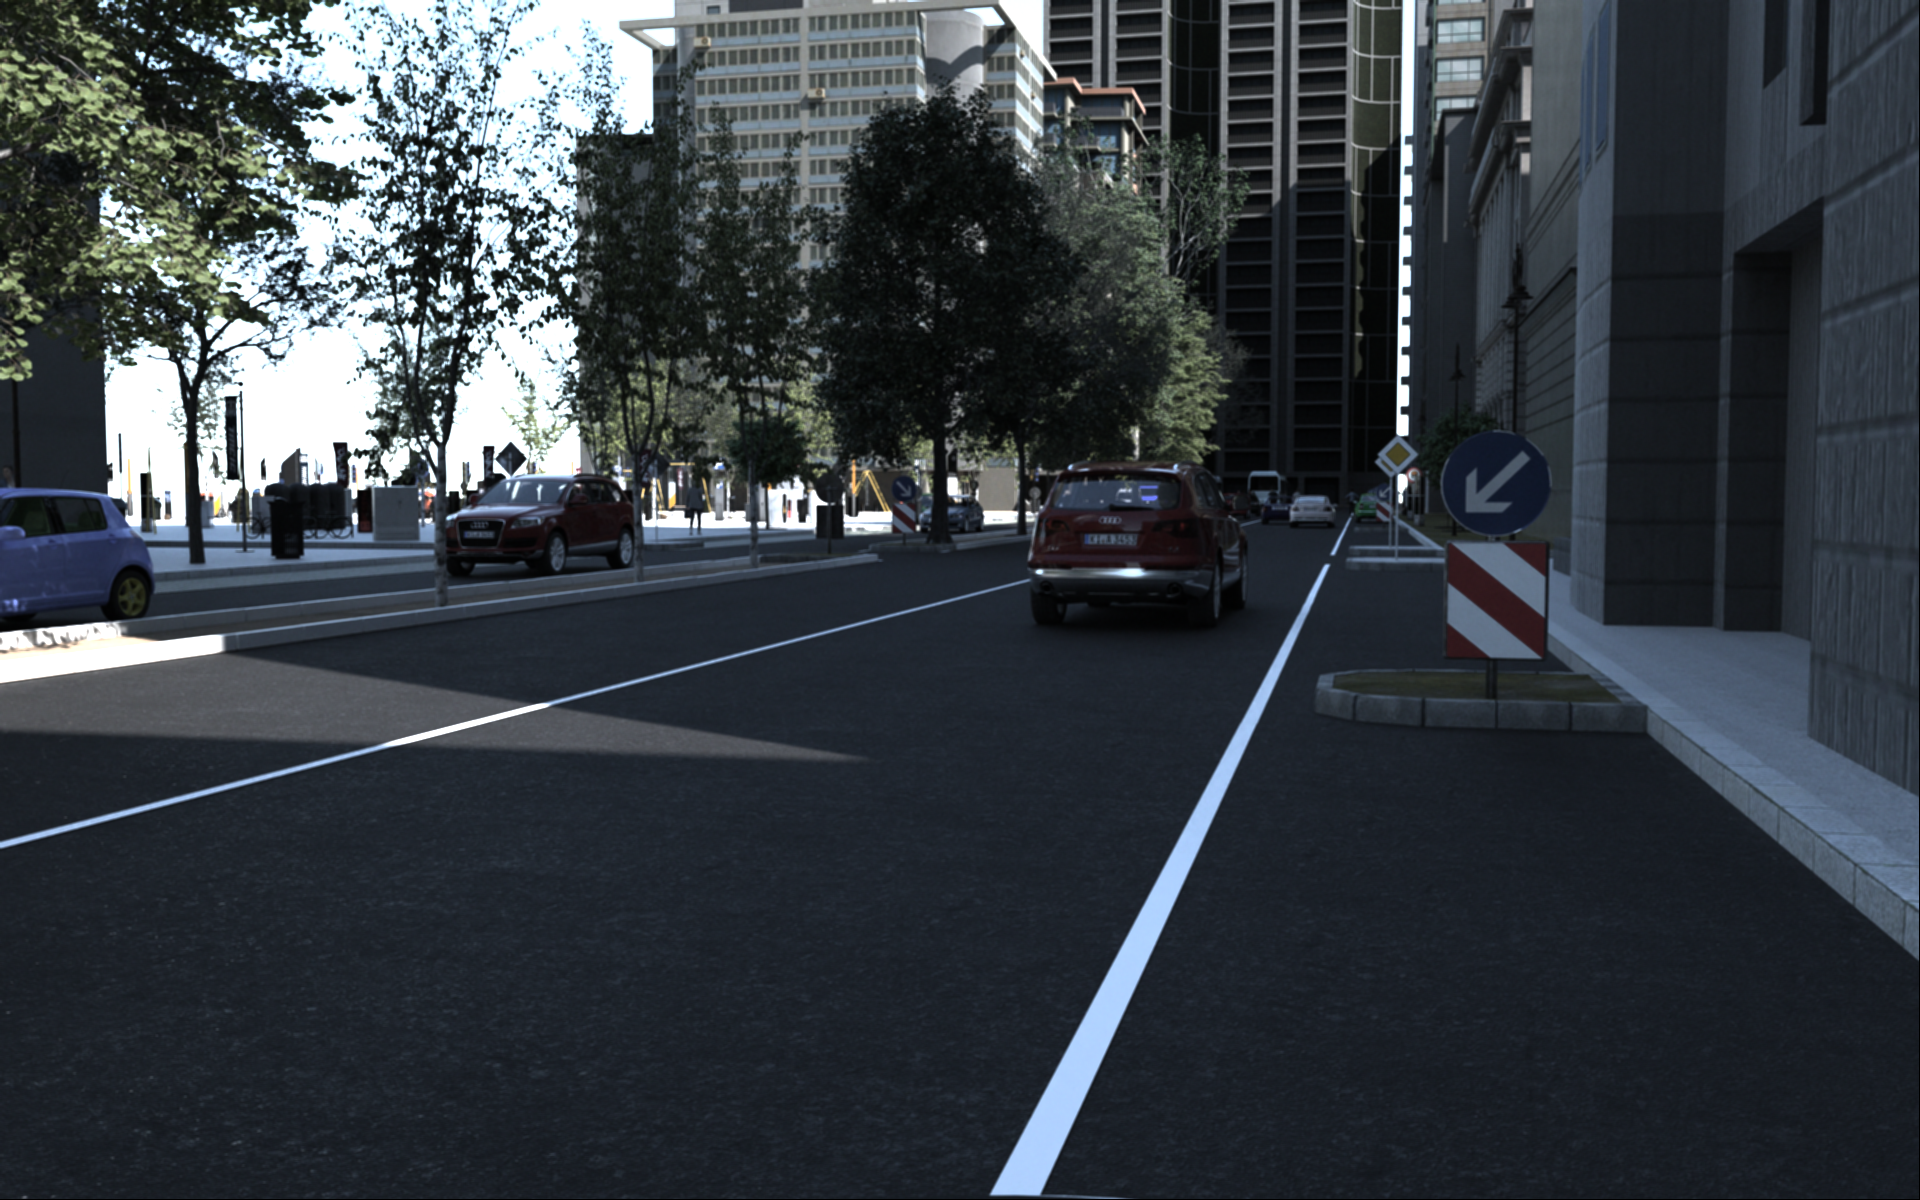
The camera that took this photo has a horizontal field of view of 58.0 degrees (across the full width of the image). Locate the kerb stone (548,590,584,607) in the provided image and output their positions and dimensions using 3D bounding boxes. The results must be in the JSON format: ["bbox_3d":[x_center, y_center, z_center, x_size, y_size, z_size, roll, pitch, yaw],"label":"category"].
[{"bbox_3d":[-5.166,-0.011,22.379,0.120,0.150,1.000,1,4,13],"label":"kerb stone"}]

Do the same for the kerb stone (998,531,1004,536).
[{"bbox_3d":[1.264,-2.272,59.340,0.120,0.150,1.000,1,4,13],"label":"kerb stone"}]

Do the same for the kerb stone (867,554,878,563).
[{"bbox_3d":[-1.916,-0.868,36.381,0.120,0.150,1.000,1,4,13],"label":"kerb stone"}]

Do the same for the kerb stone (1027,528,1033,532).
[{"bbox_3d":[2.652,-2.633,65.323,0.120,0.150,1.000,1,4,13],"label":"kerb stone"}]

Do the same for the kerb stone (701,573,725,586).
[{"bbox_3d":[-3.998,-0.309,27.380,0.120,0.150,1.000,1,4,13],"label":"kerb stone"}]

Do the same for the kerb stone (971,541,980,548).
[{"bbox_3d":[0.296,-1.447,45.868,0.120,0.150,1.000,1,4,13],"label":"kerb stone"}]

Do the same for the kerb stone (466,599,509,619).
[{"bbox_3d":[-5.627,0.111,20.375,0.120,0.150,1.000,1,4,13],"label":"kerb stone"}]

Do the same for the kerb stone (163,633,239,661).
[{"bbox_3d":[-6.793,0.418,15.364,0.120,0.150,1.000,1,4,13],"label":"kerb stone"}]

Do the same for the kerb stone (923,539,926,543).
[{"bbox_3d":[-1.047,-1.657,49.352,0.120,0.150,1.000,1,4,13],"label":"kerb stone"}]

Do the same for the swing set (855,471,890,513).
[{"bbox_3d":[-6.221,-7.259,116.310,2.862,2.851,3.119,0,4,-8],"label":"swing set"}]

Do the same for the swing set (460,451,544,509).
[{"bbox_3d":[-16.941,-4.094,64.560,2.862,2.851,3.119,2,4,27],"label":"swing set"}]

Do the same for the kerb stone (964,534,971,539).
[{"bbox_3d":[0.101,-1.963,54.347,0.120,0.150,1.000,1,4,13],"label":"kerb stone"}]

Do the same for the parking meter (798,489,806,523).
[{"bbox_3d":[-7.079,-4.237,77.688,0.372,1.533,0.369,0,3,0],"label":"parking meter"}]

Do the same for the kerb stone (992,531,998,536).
[{"bbox_3d":[1.031,-2.211,58.345,0.120,0.150,1.000,1,4,13],"label":"kerb stone"}]

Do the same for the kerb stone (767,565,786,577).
[{"bbox_3d":[-3.311,-0.499,30.377,0.120,0.150,1.000,1,4,13],"label":"kerb stone"}]

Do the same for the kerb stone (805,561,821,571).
[{"bbox_3d":[-2.849,-0.623,32.379,0.120,0.150,1.000,1,4,13],"label":"kerb stone"}]

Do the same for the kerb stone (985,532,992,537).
[{"bbox_3d":[0.801,-2.150,57.341,0.120,0.150,1.000,1,4,13],"label":"kerb stone"}]

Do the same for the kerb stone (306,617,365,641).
[{"bbox_3d":[-6.325,0.295,17.368,0.120,0.150,1.000,1,4,13],"label":"kerb stone"}]

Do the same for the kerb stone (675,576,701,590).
[{"bbox_3d":[-4.231,-0.256,26.377,0.120,0.150,1.000,1,4,13],"label":"kerb stone"}]

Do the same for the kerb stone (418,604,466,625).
[{"bbox_3d":[-5.857,0.173,19.366,0.120,0.150,1.000,1,4,13],"label":"kerb stone"}]

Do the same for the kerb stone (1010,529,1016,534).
[{"bbox_3d":[1.738,-2.394,61.337,0.120,0.150,1.000,1,4,13],"label":"kerb stone"}]

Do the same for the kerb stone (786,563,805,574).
[{"bbox_3d":[-3.068,-0.562,31.381,0.120,0.150,1.000,1,4,13],"label":"kerb stone"}]

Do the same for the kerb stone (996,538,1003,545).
[{"bbox_3d":[0.996,-1.632,48.872,0.120,0.150,1.000,1,4,13],"label":"kerb stone"}]

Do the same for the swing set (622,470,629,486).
[{"bbox_3d":[-21.641,-7.191,115.188,3.119,2.851,2.862,-3,4,-37],"label":"swing set"}]

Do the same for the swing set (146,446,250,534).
[{"bbox_3d":[-25.214,-3.663,57.516,3.119,2.851,2.862,-2,4,-30],"label":"swing set"}]

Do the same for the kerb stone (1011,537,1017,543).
[{"bbox_3d":[1.455,-1.753,50.865,0.120,0.150,1.000,1,4,13],"label":"kerb stone"}]

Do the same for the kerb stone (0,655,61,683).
[{"bbox_3d":[-7.263,0.543,13.365,0.120,0.150,1.000,1,4,13],"label":"kerb stone"}]

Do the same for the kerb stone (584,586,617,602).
[{"bbox_3d":[-4.929,-0.072,23.376,0.120,0.150,1.000,1,4,13],"label":"kerb stone"}]

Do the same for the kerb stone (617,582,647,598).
[{"bbox_3d":[-4.694,-0.133,24.377,0.120,0.150,1.000,1,4,13],"label":"kerb stone"}]

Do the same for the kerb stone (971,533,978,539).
[{"bbox_3d":[0.327,-2.027,55.344,0.120,0.150,1.000,1,4,13],"label":"kerb stone"}]

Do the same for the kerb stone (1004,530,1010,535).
[{"bbox_3d":[1.503,-2.333,60.335,0.120,0.150,1.000,1,4,13],"label":"kerb stone"}]

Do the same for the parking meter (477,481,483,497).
[{"bbox_3d":[-20.566,-4.208,74.506,0.399,1.863,0.255,-1,4,-21],"label":"parking meter"}]

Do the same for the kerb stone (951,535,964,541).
[{"bbox_3d":[-0.128,-1.905,53.348,0.120,0.150,1.000,1,4,13],"label":"kerb stone"}]

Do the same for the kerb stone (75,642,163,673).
[{"bbox_3d":[-7.025,0.485,14.365,0.120,0.150,1.000,1,4,13],"label":"kerb stone"}]

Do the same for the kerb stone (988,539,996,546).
[{"bbox_3d":[0.754,-1.570,47.872,0.120,0.150,1.000,1,4,13],"label":"kerb stone"}]

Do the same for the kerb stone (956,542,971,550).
[{"bbox_3d":[0.057,-1.387,44.869,0.120,0.150,1.000,1,4,13],"label":"kerb stone"}]

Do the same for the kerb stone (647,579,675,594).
[{"bbox_3d":[-4.466,-0.194,25.373,0.120,0.150,1.000,1,4,13],"label":"kerb stone"}]

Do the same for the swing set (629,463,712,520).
[{"bbox_3d":[-14.759,-5.585,88.932,3.119,2.851,2.862,1,4,17],"label":"swing set"}]

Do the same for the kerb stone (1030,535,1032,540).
[{"bbox_3d":[2.147,-1.936,53.858,0.120,0.150,1.000,1,4,13],"label":"kerb stone"}]

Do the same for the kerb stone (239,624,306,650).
[{"bbox_3d":[-6.554,0.358,16.367,0.120,0.150,1.000,1,4,13],"label":"kerb stone"}]

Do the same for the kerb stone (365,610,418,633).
[{"bbox_3d":[-6.091,0.234,18.367,0.120,0.150,1.000,1,4,13],"label":"kerb stone"}]

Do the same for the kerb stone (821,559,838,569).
[{"bbox_3d":[-2.611,-0.678,33.374,0.120,0.150,1.000,1,4,13],"label":"kerb stone"}]

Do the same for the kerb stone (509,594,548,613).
[{"bbox_3d":[-5.400,0.050,21.373,0.120,0.150,1.000,1,4,13],"label":"kerb stone"}]

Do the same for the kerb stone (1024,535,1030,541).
[{"bbox_3d":[1.913,-1.875,52.859,0.120,0.150,1.000,1,4,13],"label":"kerb stone"}]

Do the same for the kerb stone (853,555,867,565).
[{"bbox_3d":[-2.145,-0.806,35.378,0.120,0.150,1.000,1,4,13],"label":"kerb stone"}]

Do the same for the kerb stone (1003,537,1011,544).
[{"bbox_3d":[1.224,-1.693,49.869,0.120,0.150,1.000,1,4,13],"label":"kerb stone"}]

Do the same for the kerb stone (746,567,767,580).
[{"bbox_3d":[-3.535,-0.432,29.371,0.120,0.150,1.000,1,4,13],"label":"kerb stone"}]

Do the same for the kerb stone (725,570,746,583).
[{"bbox_3d":[-3.771,-0.378,28.376,0.120,0.150,1.000,1,4,13],"label":"kerb stone"}]

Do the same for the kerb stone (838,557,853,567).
[{"bbox_3d":[-2.374,-0.745,34.378,0.120,0.150,1.000,1,4,13],"label":"kerb stone"}]

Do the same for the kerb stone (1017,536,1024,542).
[{"bbox_3d":[1.683,-1.815,51.863,0.120,0.150,1.000,1,4,13],"label":"kerb stone"}]

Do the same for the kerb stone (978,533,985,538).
[{"bbox_3d":[0.573,-2.085,56.336,0.120,0.150,1.000,1,4,13],"label":"kerb stone"}]

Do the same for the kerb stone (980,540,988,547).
[{"bbox_3d":[0.527,-1.506,46.864,0.120,0.150,1.000,1,4,13],"label":"kerb stone"}]
